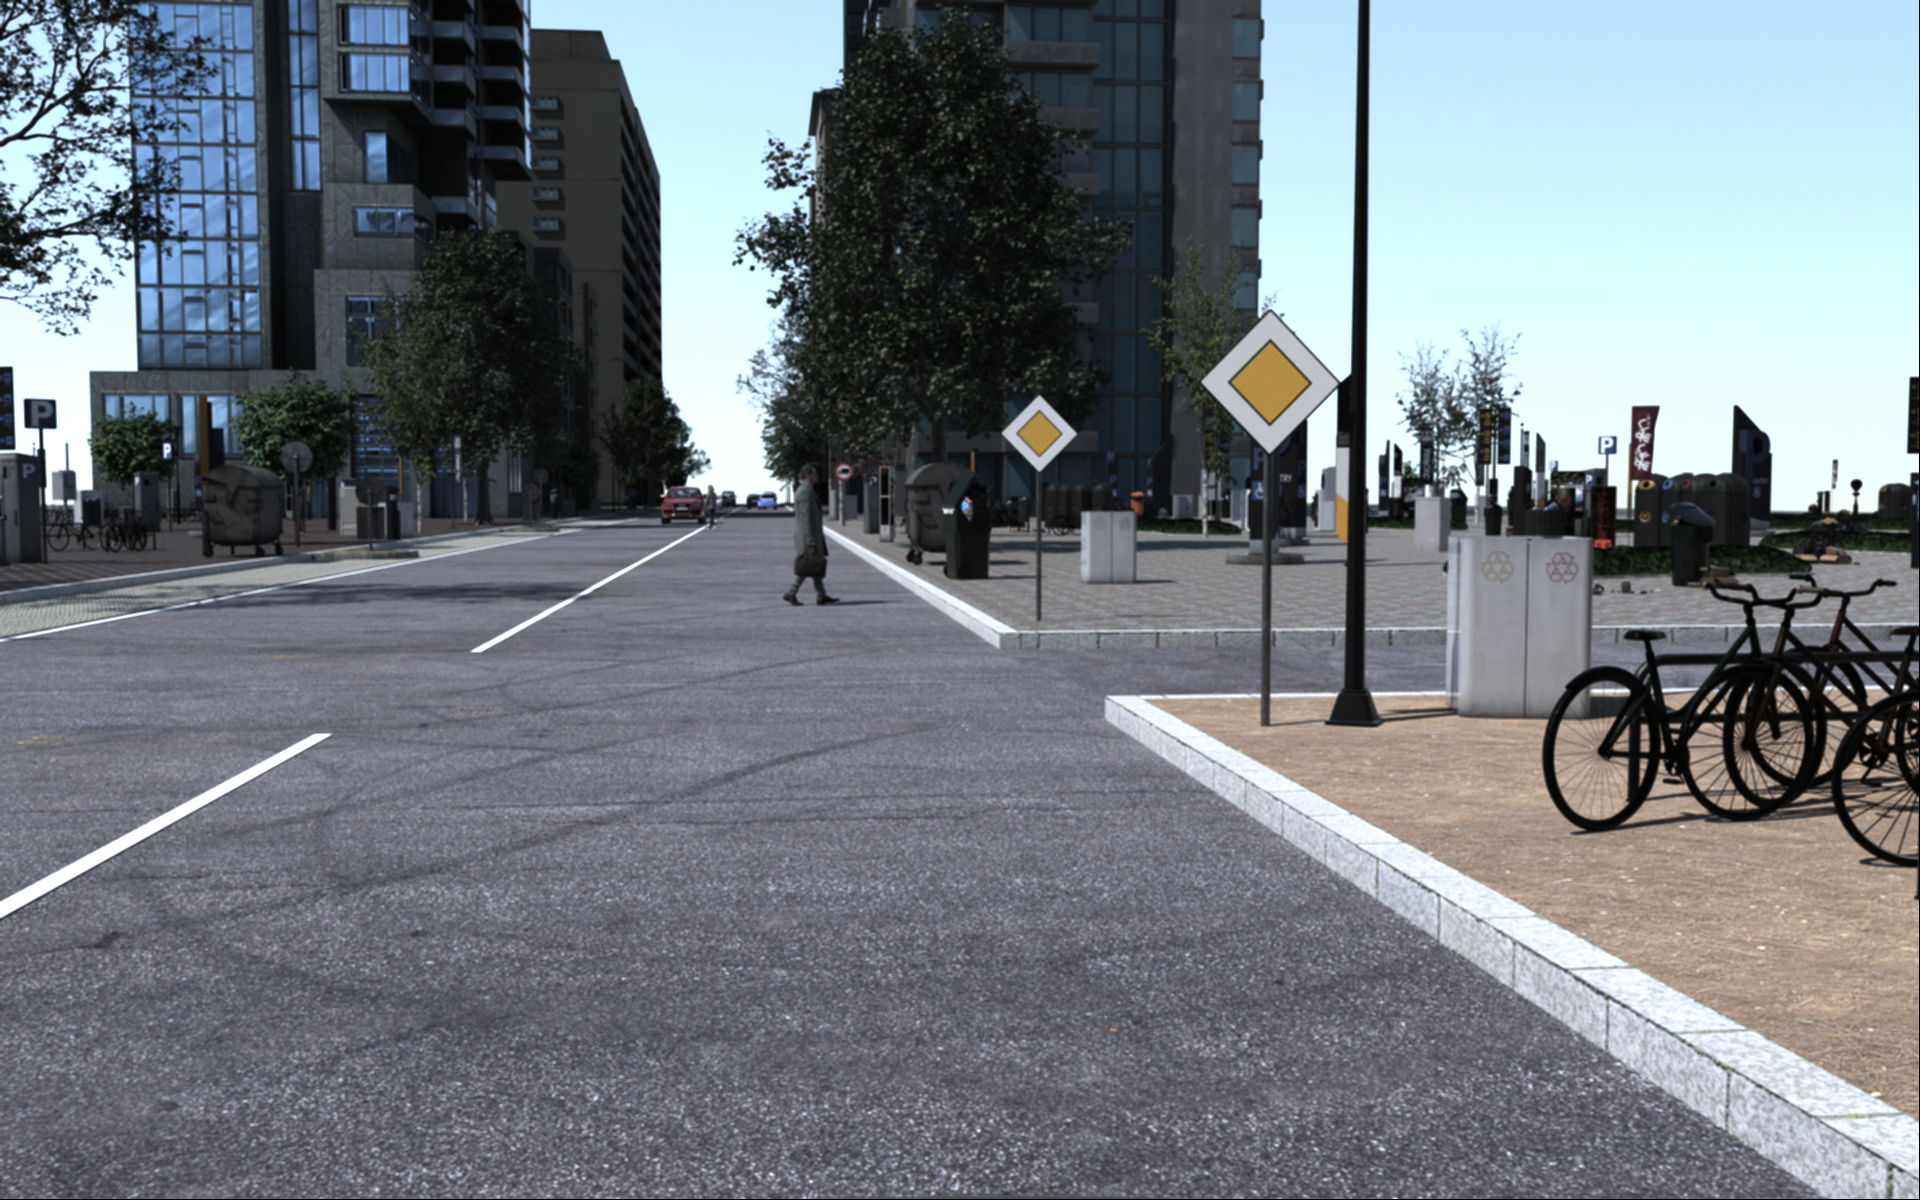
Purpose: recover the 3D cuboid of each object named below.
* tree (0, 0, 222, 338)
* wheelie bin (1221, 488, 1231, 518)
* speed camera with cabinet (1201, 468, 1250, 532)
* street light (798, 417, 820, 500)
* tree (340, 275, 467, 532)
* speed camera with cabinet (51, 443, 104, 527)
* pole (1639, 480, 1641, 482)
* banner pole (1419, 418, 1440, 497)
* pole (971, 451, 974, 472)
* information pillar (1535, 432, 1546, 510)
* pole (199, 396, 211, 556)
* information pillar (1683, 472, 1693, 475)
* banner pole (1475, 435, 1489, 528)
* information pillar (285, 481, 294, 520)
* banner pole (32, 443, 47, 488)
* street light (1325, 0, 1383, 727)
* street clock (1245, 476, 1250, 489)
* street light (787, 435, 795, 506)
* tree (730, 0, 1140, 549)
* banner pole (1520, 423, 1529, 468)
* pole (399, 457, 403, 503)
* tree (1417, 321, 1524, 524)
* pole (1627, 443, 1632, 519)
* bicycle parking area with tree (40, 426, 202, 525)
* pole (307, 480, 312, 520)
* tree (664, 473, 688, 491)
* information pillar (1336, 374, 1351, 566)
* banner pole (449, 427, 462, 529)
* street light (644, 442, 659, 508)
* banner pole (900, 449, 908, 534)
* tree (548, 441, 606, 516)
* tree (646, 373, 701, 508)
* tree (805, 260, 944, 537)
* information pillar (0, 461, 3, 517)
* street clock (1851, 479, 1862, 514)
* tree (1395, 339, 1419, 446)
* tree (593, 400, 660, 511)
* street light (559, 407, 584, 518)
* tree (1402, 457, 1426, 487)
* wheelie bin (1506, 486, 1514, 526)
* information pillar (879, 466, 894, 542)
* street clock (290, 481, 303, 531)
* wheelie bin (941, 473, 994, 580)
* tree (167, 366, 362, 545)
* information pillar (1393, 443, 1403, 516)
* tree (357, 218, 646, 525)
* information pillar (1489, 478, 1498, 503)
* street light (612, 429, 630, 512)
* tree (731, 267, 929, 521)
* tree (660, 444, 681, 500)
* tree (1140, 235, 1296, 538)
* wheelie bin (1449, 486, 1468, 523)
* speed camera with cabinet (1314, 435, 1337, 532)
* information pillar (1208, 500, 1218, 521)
[{"bbox_3d":[-13.665,-5.353,21.939,8.767,10.594,7.601,-1,4,-15],"label":"tree"},{"bbox_3d":[14.282,-5.179,92.577,0.693,1.594,0.980,-1,4,-12],"label":"wheelie bin"},{"bbox_3d":[9.629,-4.119,61.685,2.038,3.252,0.660,1,4,13],"label":"speed camera with cabinet"},{"bbox_3d":[-9.112,-8.100,104.980,1.470,5.913,1.316,0,4,-6],"label":"street light"},{"bbox_3d":[-18.183,-6.552,57.482,4.737,8.622,4.395,0,3,0],"label":"tree"},{"bbox_3d":[-34.288,-4.462,67.292,0.660,3.252,2.038,1,4,16],"label":"speed camera with cabinet"},{"bbox_3d":[24.541,-4.193,62.399,0.158,3.312,0.155,0,3,0],"label":"pole"},{"bbox_3d":[15.507,-4.098,57.025,0.863,3.779,0.401,-1,4,-9],"label":"banner pole"},{"bbox_3d":[0.610,-5.451,82.969,0.158,3.312,0.155,0,3,0],"label":"pole"},{"bbox_3d":[22.096,-4.565,65.985,0.504,3.616,0.183,-2,4,-35],"label":"information pillar"},{"bbox_3d":[-15.678,-2.576,35.967,0.158,3.312,0.155,0,3,0],"label":"pole"},{"bbox_3d":[24.689,-3.321,58.792,0.304,2.012,0.304,2,4,32],"label":"information pillar"},{"bbox_3d":[19.506,-4.561,64.586,0.863,3.779,0.401,-2,4,-31],"label":"banner pole"},{"bbox_3d":[-32.909,-4.925,85.022,0.304,2.012,0.304,-1,4,-8],"label":"information pillar"},{"bbox_3d":[-44.892,-5.775,84.444,0.401,3.779,0.863,2,4,25],"label":"banner pole"},{"bbox_3d":[1.668,-2.258,9.463,1.470,5.913,1.316,0,4,-6],"label":"street light"},{"bbox_3d":[11.754,-3.998,69.931,0.471,2.002,0.358,0,4,4],"label":"street clock"},{"bbox_3d":[-12.707,-10.029,136.522,1.470,5.913,1.316,0,4,-6],"label":"street light"},{"bbox_3d":[-0.503,-7.550,40.449,9.611,12.733,9.660,0,3,0],"label":"tree"},{"bbox_3d":[19.706,-4.313,60.527,0.401,3.779,0.863,0,4,-5],"label":"banner pole"},{"bbox_3d":[-28.638,-5.804,88.746,0.158,3.312,0.155,0,3,0],"label":"pole"},{"bbox_3d":[21.942,-7.529,73.464,4.360,8.622,3.978,0,3,0],"label":"tree"},{"bbox_3d":[26.991,-4.643,69.754,0.158,3.312,0.155,0,3,0],"label":"pole"},{"bbox_3d":[-35.013,-5.386,75.057,9.016,4.147,8.231,-2,4,-30],"label":"bicycle parking area with tree"},{"bbox_3d":[-32.527,-5.672,86.584,0.158,3.312,0.155,0,3,0],"label":"pole"},{"bbox_3d":[-35.289,-14.105,214.329,4.285,4.588,4.351,0,3,0],"label":"tree"},{"bbox_3d":[6.947,-2.411,30.772,0.504,3.616,0.183,1,4,19],"label":"information pillar"},{"bbox_3d":[-18.752,-4.550,64.410,0.863,3.779,0.401,3,5,42],"label":"banner pole"},{"bbox_3d":[-27.672,-11.161,155.027,1.470,5.913,1.316,0,4,-6],"label":"street light"},{"bbox_3d":[-1.702,-3.990,55.254,0.401,3.779,0.863,0,4,-3],"label":"banner pole"},{"bbox_3d":[-22.324,-7.185,101.183,4.285,4.588,4.351,0,3,0],"label":"tree"},{"bbox_3d":[-29.559,-15.145,164.627,9.611,12.733,9.660,0,3,0],"label":"tree"},{"bbox_3d":[-1.887,-6.181,51.419,4.360,8.622,3.978,0,3,0],"label":"tree"},{"bbox_3d":[-21.328,-2.095,38.747,0.304,2.012,0.304,3,5,40],"label":"information pillar"},{"bbox_3d":[43.963,-4.918,84.980,0.471,2.002,0.358,1,4,11],"label":"street clock"},{"bbox_3d":[22.355,-8.036,81.748,4.360,8.622,3.978,0,3,0],"label":"tree"},{"bbox_3d":[-25.985,-11.172,133.025,4.737,8.622,4.395,0,3,0],"label":"tree"},{"bbox_3d":[-20.626,-7.302,91.925,1.470,5.913,1.316,0,4,-6],"label":"street light"},{"bbox_3d":[23.037,-5.778,89.065,1.663,3.219,1.824,0,3,0],"label":"tree"},{"bbox_3d":[22.439,-3.776,69.653,0.693,1.594,0.980,-3,4,-38],"label":"wheelie bin"},{"bbox_3d":[-1.950,-2.547,46.129,0.304,2.012,0.304,1,4,18],"label":"information pillar"},{"bbox_3d":[-22.739,-3.354,59.403,0.471,2.002,0.358,-2,4,-32],"label":"street clock"},{"bbox_3d":[0.120,-1.119,26.204,0.693,1.594,0.980,-1,4,-20],"label":"wheelie bin"},{"bbox_3d":[-17.033,-3.720,44.535,4.285,4.588,4.351,0,3,0],"label":"tree"},{"bbox_3d":[20.025,-5.376,79.254,0.183,3.616,0.504,-2,4,-30],"label":"information pillar"},{"bbox_3d":[-20.047,-9.504,72.405,9.611,12.733,9.660,0,3,0],"label":"tree"},{"bbox_3d":[25.129,-4.718,81.625,0.304,2.012,0.304,-2,4,-27],"label":"information pillar"},{"bbox_3d":[-24.167,-9.231,123.474,1.470,5.913,1.316,0,4,-6],"label":"street light"},{"bbox_3d":[-5.742,-10.591,83.538,12.009,13.543,11.850,0,3,0],"label":"tree"},{"bbox_3d":[-31.603,-14.229,183.004,4.737,8.622,4.395,0,3,0],"label":"tree"},{"bbox_3d":[7.372,-6.099,50.077,4.737,8.622,4.395,0,3,0],"label":"tree"},{"bbox_3d":[19.279,-3.612,66.960,0.693,1.594,0.980,1,4,18],"label":"wheelie bin"},{"bbox_3d":[12.549,-3.962,59.107,0.660,3.252,2.038,0,4,3],"label":"speed camera with cabinet"},{"bbox_3d":[9.601,-3.749,65.793,0.304,2.012,0.304,-1,4,-16],"label":"information pillar"}]
